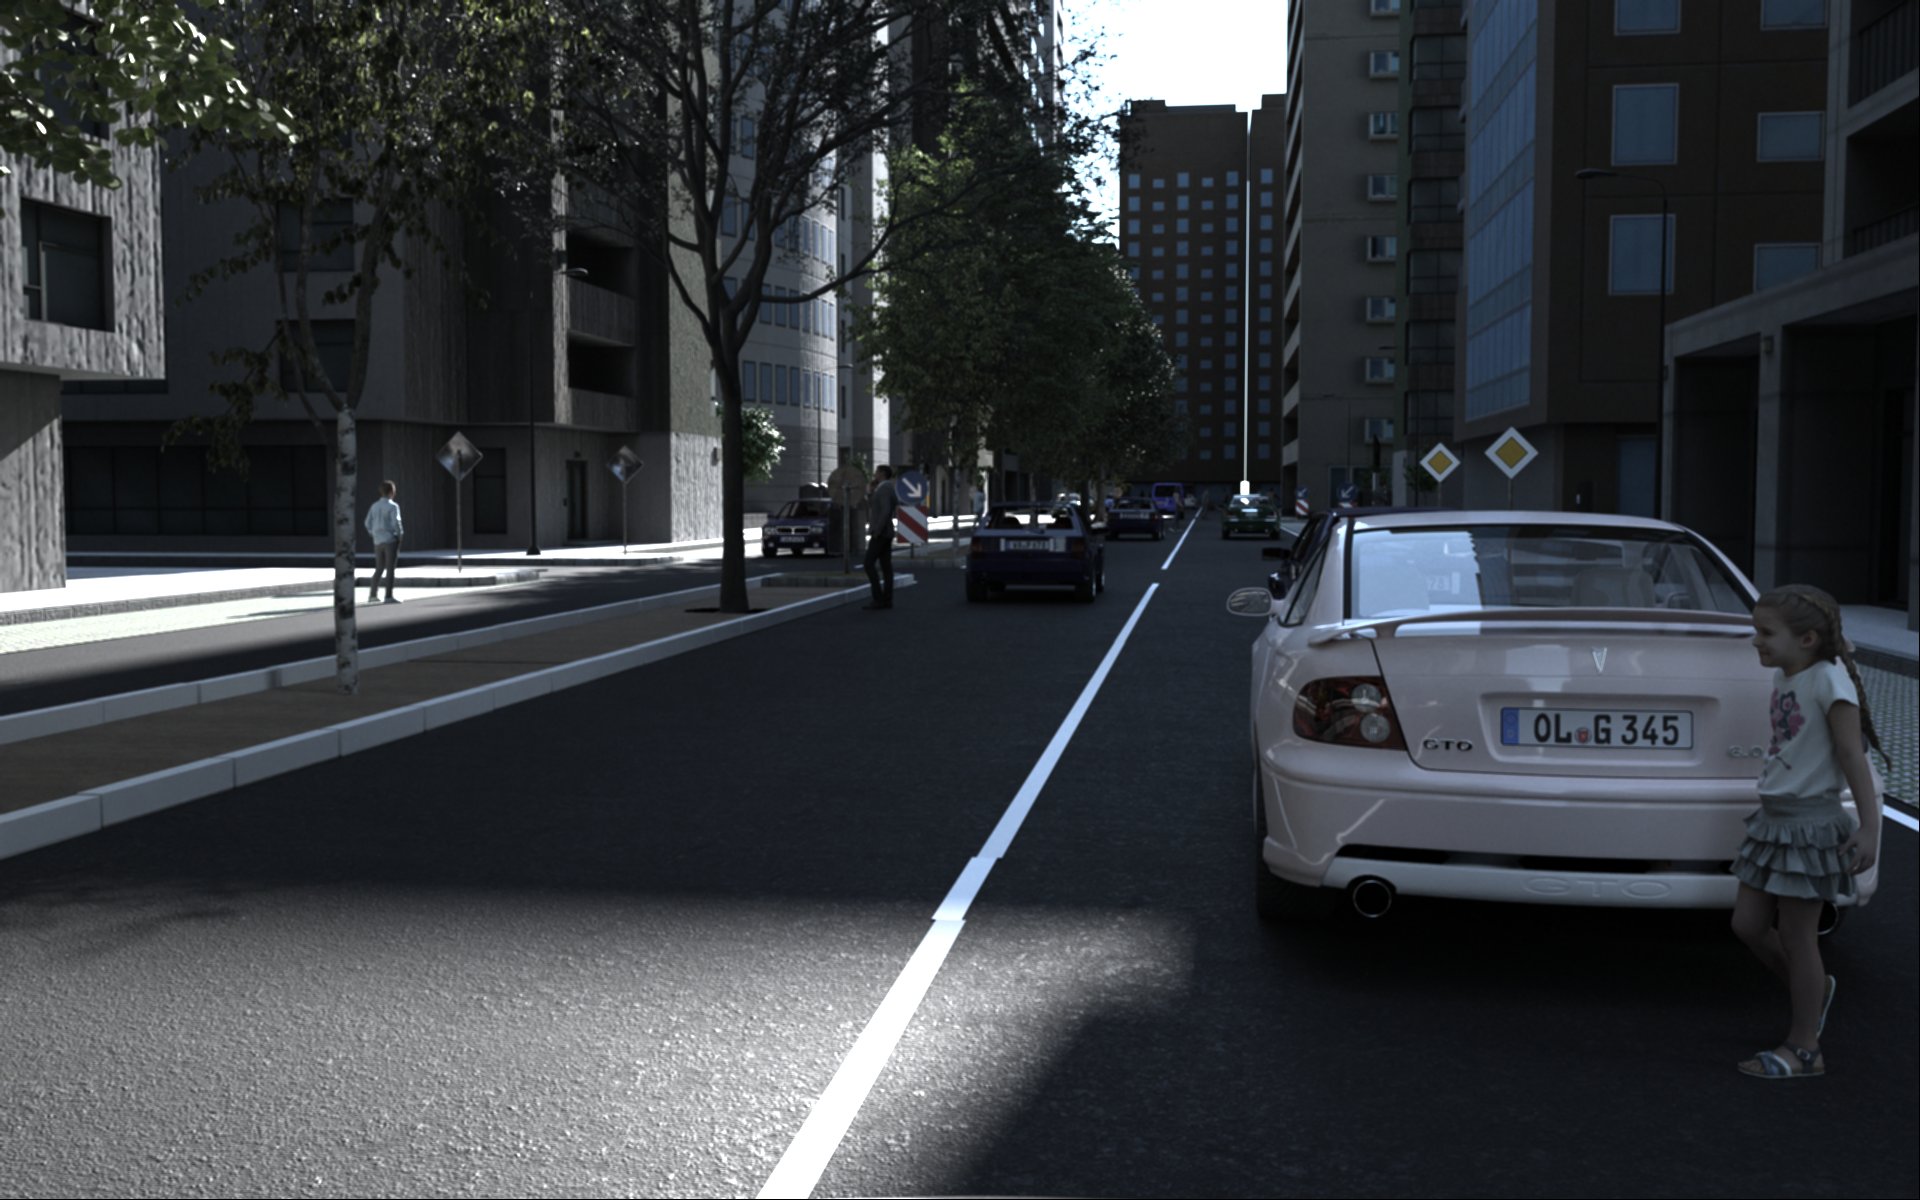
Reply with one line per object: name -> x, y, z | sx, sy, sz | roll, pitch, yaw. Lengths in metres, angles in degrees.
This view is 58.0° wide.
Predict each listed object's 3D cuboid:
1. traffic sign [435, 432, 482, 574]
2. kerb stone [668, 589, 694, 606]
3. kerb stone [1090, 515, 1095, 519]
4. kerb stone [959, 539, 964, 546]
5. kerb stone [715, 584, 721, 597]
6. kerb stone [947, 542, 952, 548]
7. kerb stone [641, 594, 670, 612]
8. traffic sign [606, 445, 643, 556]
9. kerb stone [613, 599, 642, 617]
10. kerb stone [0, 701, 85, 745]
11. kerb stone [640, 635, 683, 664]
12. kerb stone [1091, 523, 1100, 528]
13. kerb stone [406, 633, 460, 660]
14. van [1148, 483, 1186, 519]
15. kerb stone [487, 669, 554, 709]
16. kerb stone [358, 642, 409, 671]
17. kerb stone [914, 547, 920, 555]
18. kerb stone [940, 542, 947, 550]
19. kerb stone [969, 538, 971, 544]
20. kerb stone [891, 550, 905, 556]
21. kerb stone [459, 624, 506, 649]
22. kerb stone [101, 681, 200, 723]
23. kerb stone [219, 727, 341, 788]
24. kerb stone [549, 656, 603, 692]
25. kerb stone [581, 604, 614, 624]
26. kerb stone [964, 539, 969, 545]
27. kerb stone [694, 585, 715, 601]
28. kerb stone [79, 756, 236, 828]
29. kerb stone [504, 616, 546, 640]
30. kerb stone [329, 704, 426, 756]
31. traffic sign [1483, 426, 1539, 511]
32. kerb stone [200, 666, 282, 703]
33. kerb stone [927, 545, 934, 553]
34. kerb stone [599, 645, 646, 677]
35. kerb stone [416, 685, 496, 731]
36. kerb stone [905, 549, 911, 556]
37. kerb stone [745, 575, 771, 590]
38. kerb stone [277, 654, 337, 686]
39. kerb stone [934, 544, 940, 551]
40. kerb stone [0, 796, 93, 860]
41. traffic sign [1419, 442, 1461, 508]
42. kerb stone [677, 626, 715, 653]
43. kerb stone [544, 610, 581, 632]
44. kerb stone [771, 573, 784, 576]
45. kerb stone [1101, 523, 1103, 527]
traffic sign -> -8.065, -1.483, 27.882 | 0.795, 2.450, 0.064 | 1, 4, 8
kerb stone -> -3.688, -0.014, 22.417 | 0.120, 0.150, 1.000 | 1, 4, 8
kerb stone -> 7.954, -4.949, 103.125 | 0.120, 0.150, 1.000 | 1, 4, 8
kerb stone -> -0.099, -1.536, 47.306 | 0.120, 0.150, 1.000 | 1, 4, 8
kerb stone -> -3.397, -0.135, 24.444 | 0.120, 0.150, 1.000 | 1, 4, 8
kerb stone -> -0.397, -1.411, 45.265 | 0.120, 0.150, 1.000 | 1, 4, 8
kerb stone -> -3.834, 0.048, 21.406 | 0.120, 0.150, 1.000 | 1, 4, 8
traffic sign -> -6.925, -1.966, 35.785 | 0.795, 2.450, 0.064 | 1, 4, 8
kerb stone -> -3.989, 0.111, 20.386 | 0.120, 0.150, 1.000 | 1, 4, 8
kerb stone -> -5.442, 0.732, 10.252 | 0.120, 0.150, 1.000 | 1, 4, 8
kerb stone -> -2.633, 0.439, 15.025 | 0.120, 0.150, 1.000 | 1, 4, 8
kerb stone -> 5.638, -3.069, 72.381 | 0.120, 0.150, 1.000 | 1, 4, 8
kerb stone -> -4.720, 0.420, 15.323 | 0.120, 0.150, 1.000 | 1, 4, 8
van -> 12.116, -5.914, 101.071 | 2.240, 2.365, 5.245 | 0, 4, 6
kerb stone -> -3.077, 0.624, 11.991 | 0.120, 0.150, 1.000 | 1, 4, 8
kerb stone -> -4.860, 0.482, 14.311 | 0.120, 0.150, 1.000 | 1, 4, 8
kerb stone -> -1.121, -1.101, 40.197 | 0.120, 0.150, 1.000 | 1, 4, 8
kerb stone -> -0.537, -1.347, 44.253 | 0.120, 0.150, 1.000 | 1, 4, 8
kerb stone -> 0.196, -1.657, 49.340 | 0.120, 0.150, 1.000 | 1, 4, 8
kerb stone -> -1.419, -0.977, 38.172 | 0.120, 0.150, 1.000 | 1, 4, 8
kerb stone -> -4.569, 0.364, 16.335 | 0.120, 0.150, 1.000 | 1, 4, 8
kerb stone -> -5.306, 0.669, 11.264 | 0.120, 0.150, 1.000 | 1, 4, 8
kerb stone -> -3.515, 0.812, 8.944 | 0.120, 0.150, 1.000 | 1, 4, 8
kerb stone -> -2.927, 0.563, 13.001 | 0.120, 0.150, 1.000 | 1, 4, 8
kerb stone -> -4.126, 0.173, 19.370 | 0.120, 0.150, 1.000 | 1, 4, 8
kerb stone -> 0.050, -1.598, 48.328 | 0.120, 0.150, 1.000 | 1, 4, 8
kerb stone -> -3.544, -0.075, 23.429 | 0.120, 0.150, 1.000 | 1, 4, 8
kerb stone -> -3.663, 0.874, 7.928 | 0.120, 0.150, 1.000 | 1, 4, 8
kerb stone -> -4.421, 0.297, 17.346 | 0.120, 0.150, 1.000 | 1, 4, 8
kerb stone -> -3.364, 0.749, 9.954 | 0.120, 0.150, 1.000 | 1, 4, 8
traffic sign -> 8.109, -1.339, 25.536 | 0.795, 2.450, 0.064 | 1, 4, 8
kerb stone -> -5.146, 0.612, 12.281 | 0.120, 0.150, 1.000 | 1, 4, 8
kerb stone -> -0.832, -1.225, 42.225 | 0.120, 0.150, 1.000 | 1, 4, 8
kerb stone -> -2.783, 0.505, 14.014 | 0.120, 0.150, 1.000 | 1, 4, 8
kerb stone -> -3.218, 0.686, 10.974 | 0.120, 0.150, 1.000 | 1, 4, 8
kerb stone -> -1.277, -1.038, 39.187 | 0.120, 0.150, 1.000 | 1, 4, 8
kerb stone -> -3.105, -0.260, 26.475 | 0.120, 0.150, 1.000 | 1, 4, 8
kerb stone -> -5.000, 0.545, 13.292 | 0.120, 0.150, 1.000 | 1, 4, 8
kerb stone -> -0.686, -1.285, 43.241 | 0.120, 0.150, 1.000 | 1, 4, 8
kerb stone -> -3.803, 0.942, 6.916 | 0.120, 0.150, 1.000 | 1, 4, 8
traffic sign -> 9.250, -1.822, 33.439 | 0.795, 2.450, 0.064 | 1, 4, 8
kerb stone -> -2.492, 0.377, 16.037 | 0.120, 0.150, 1.000 | 1, 4, 8
kerb stone -> -4.277, 0.235, 18.357 | 0.120, 0.150, 1.000 | 1, 4, 8
kerb stone -> -2.959, -0.324, 27.490 | 0.120, 0.150, 1.000 | 1, 4, 8
kerb stone -> 5.931, -3.194, 74.418 | 0.120, 0.150, 1.000 | 1, 4, 8
